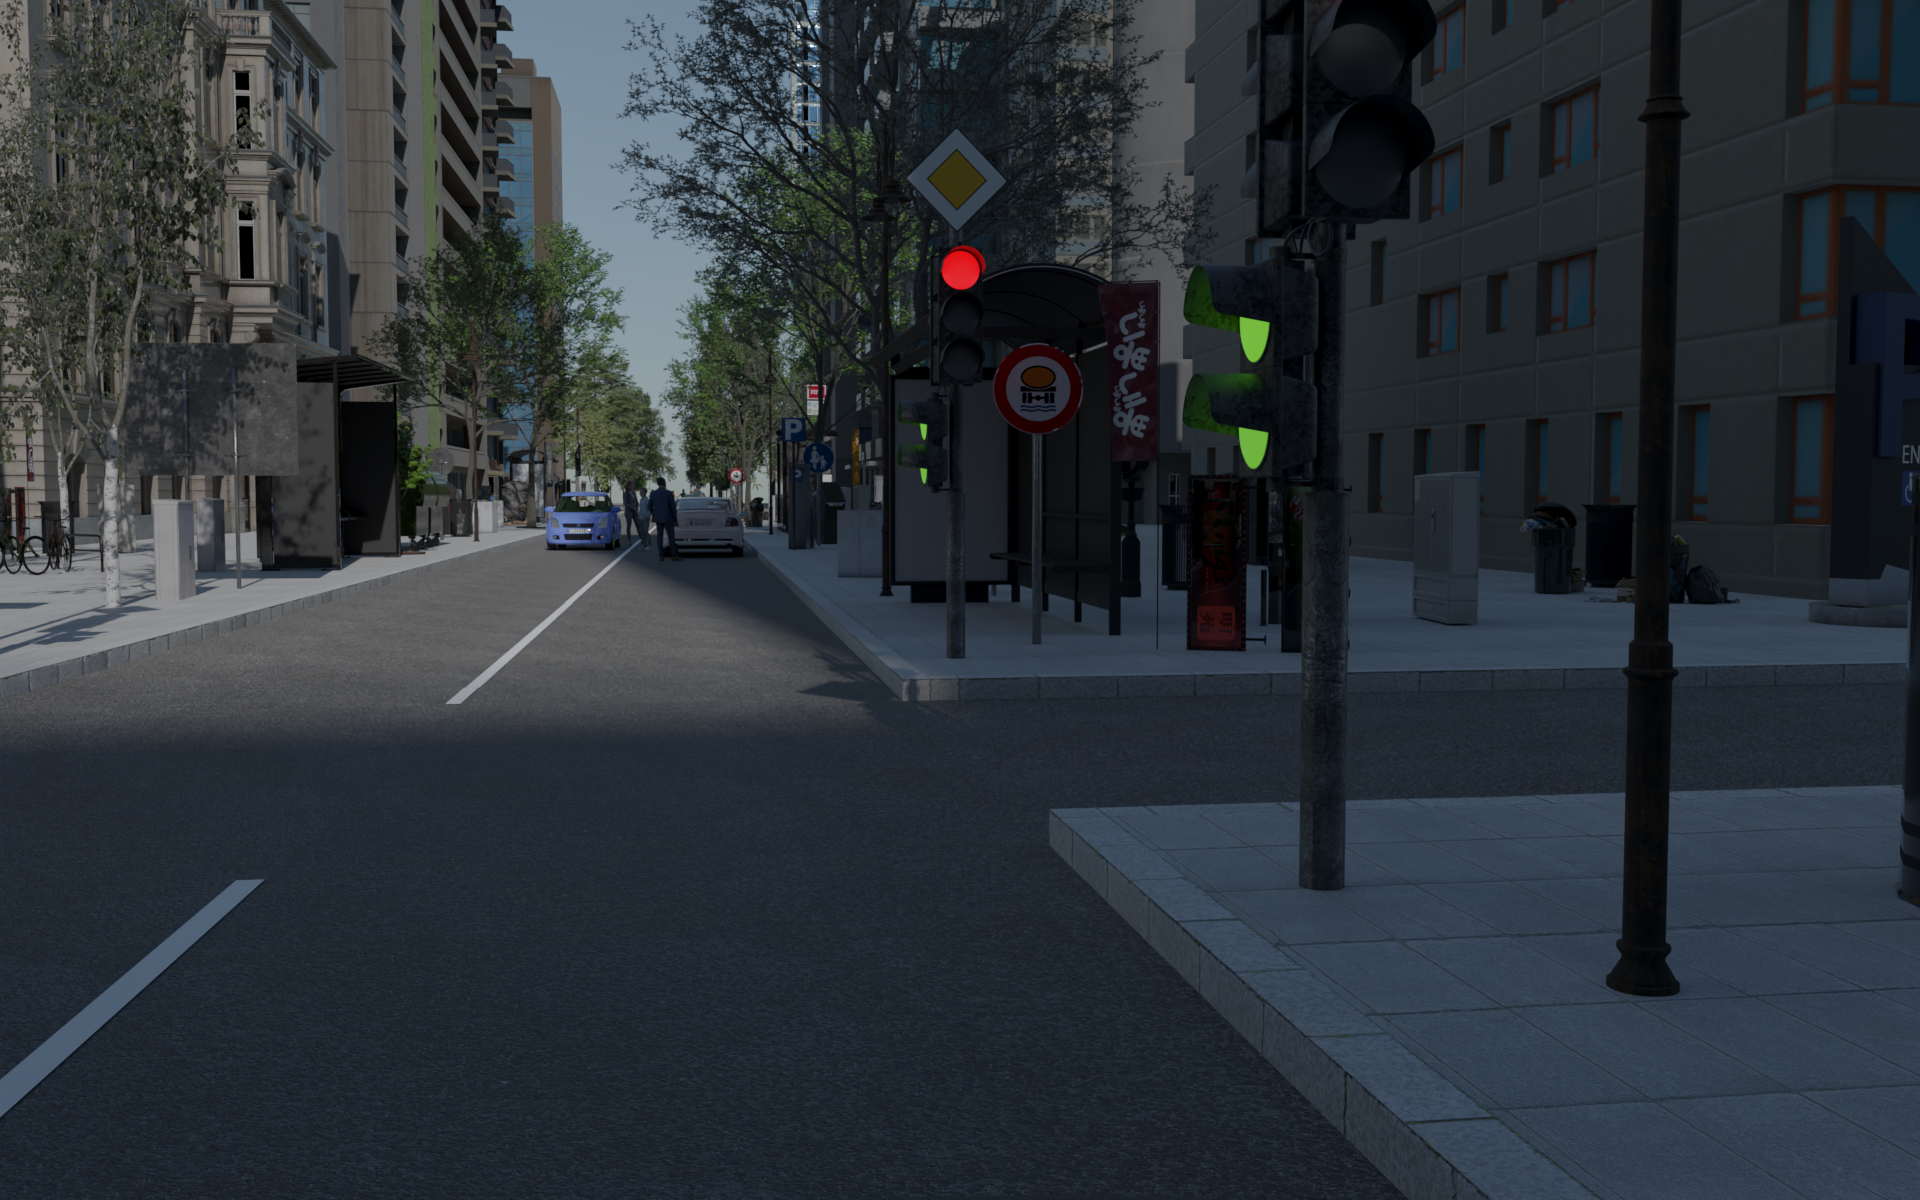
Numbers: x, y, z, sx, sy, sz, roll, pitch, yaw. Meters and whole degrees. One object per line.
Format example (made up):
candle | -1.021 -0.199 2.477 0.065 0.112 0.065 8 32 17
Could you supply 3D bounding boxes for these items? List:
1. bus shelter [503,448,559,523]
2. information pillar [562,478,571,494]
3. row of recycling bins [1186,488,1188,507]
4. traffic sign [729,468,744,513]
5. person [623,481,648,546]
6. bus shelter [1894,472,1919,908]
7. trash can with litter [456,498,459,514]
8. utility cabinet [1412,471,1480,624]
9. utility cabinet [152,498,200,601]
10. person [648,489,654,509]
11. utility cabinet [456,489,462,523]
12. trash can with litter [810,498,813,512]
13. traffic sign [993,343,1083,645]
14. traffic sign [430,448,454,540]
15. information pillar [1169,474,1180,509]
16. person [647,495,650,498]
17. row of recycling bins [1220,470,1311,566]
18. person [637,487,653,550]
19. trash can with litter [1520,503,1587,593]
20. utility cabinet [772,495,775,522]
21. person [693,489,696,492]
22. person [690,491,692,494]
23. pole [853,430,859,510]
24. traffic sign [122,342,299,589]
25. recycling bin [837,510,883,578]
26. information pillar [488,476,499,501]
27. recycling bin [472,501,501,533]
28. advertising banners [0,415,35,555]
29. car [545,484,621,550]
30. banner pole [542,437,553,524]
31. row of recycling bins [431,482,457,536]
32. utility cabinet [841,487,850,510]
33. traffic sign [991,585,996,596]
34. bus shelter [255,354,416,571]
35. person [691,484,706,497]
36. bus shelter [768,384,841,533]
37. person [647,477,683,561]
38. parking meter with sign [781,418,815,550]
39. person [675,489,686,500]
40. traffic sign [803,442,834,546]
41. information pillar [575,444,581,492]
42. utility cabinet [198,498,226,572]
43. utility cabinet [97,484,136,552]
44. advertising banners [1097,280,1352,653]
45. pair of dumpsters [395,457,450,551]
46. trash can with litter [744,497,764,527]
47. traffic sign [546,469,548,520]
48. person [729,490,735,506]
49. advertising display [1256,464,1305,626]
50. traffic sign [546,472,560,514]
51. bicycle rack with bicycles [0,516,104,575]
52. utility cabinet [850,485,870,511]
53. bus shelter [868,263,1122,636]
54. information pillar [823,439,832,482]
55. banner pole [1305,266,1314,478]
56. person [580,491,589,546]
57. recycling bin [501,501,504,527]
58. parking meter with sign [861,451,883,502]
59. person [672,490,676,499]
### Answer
bus shelter | -19.652 -5.240 79.603 2.014 3.302 5.546 -1 4 -9
information pillar | -18.548 -4.723 81.719 0.304 2.012 0.304 -3 5 -44
row of recycling bins | 7.881 -2.653 50.494 1.069 1.692 3.534 -2 4 -32
traffic sign | -11.024 -5.225 85.534 0.768 2.556 0.104 0 4 -2
person | -8.956 -2.380 47.694 0.573 1.790 0.520 1 4 23
bus shelter | 3.759 -1.448 1.302 2.179 5.291 8.768 -1 4 -9
trash can with litter | -17.968 -2.988 60.242 1.055 1.170 0.624 1 4 21
utility cabinet | 4.862 -0.533 17.401 0.318 1.500 1.173 0 4 -2
utility cabinet | -9.648 -0.620 21.299 0.306 1.237 1.020 -1 4 -14
person | -24.545 -7.933 138.210 1.348 1.823 0.705 -3 5 -44
utility cabinet | -21.860 -4.049 74.877 0.318 1.500 1.173 0 4 1
trash can with litter | -4.514 -2.388 50.439 0.624 1.170 1.055 1 4 16
traffic sign | 0.657 -0.894 14.724 0.768 2.556 0.104 0 4 -4
traffic sign | -14.348 -2.920 47.844 0.768 2.556 0.104 0 4 -3
information pillar | 7.796 -3.581 63.046 0.304 2.012 0.304 2 4 28
person | -22.587 -7.118 124.755 0.599 1.838 0.709 -2 4 -29
row of recycling bins | 5.576 -1.498 31.597 1.069 1.692 3.534 -1 4 -22
person | -8.092 -2.085 44.393 0.330 1.601 0.589 -2 4 -32
trash can with litter | 7.749 -0.681 22.519 0.624 1.170 1.055 3 4 37
utility cabinet | -8.312 -4.259 80.799 1.020 1.237 0.306 -2 4 -28
person | -13.104 -4.658 85.667 0.512 1.701 0.522 3 5 39
person | -22.644 -8.368 146.028 1.217 1.735 0.721 1 4 13
pole | -3.295 -3.735 54.911 0.158 3.312 0.155 0 3 0
traffic sign | -10.089 -1.802 23.344 2.265 3.308 0.079 0 4 -5
recycling bin | -1.478 -0.877 26.899 0.722 1.027 0.722 1 4 10
information pillar | -18.739 -3.981 69.574 0.304 2.012 0.304 1 4 17
recycling bin | -15.684 -2.723 57.082 0.722 1.027 0.722 0 4 0
advertising banners | -20.345 -2.523 37.443 0.090 3.025 2.074 -1 4 -9
car | -9.798 -2.178 45.201 1.945 1.707 3.694 0 4 -7
banner pole | -17.886 -5.211 75.210 0.401 3.779 0.863 -3 5 -42
row of recycling bins | -16.415 -2.873 54.089 1.069 1.692 3.534 0 4 -8
utility cabinet | -3.882 -2.763 53.856 0.318 1.500 1.173 3 4 38
traffic sign | 0.426 -1.328 21.716 0.884 2.594 0.081 0 4 -5
bus shelter | -11.379 -2.487 31.941 1.731 3.624 6.357 -1 4 -9
person | -10.302 -3.634 67.899 0.794 1.824 0.713 1 4 8
bus shelter | -5.569 -5.089 60.838 2.179 5.291 8.768 -1 4 -9
person | -6.337 -1.742 37.159 0.721 1.800 0.419 0 4 1
parking meter with sign | -3.726 -2.700 40.403 0.543 3.016 1.738 0 4 5
person | -20.440 -7.305 127.956 1.348 1.822 0.705 -1 4 -21
traffic sign | -3.485 -2.604 42.687 0.768 2.556 0.104 0 4 -3
information pillar | -17.861 -5.486 81.050 0.183 3.616 0.504 -3 4 -36
utility cabinet | -12.547 -1.093 29.034 0.306 1.237 1.020 -1 4 -14
utility cabinet | -18.517 -1.796 38.049 1.173 1.500 0.318 3 5 41
advertising banners | 2.126 -1.095 14.084 2.074 3.025 0.090 1 4 17
pair of dumpsters | -13.039 -2.331 40.610 1.574 2.255 4.437 -1 4 -9
trash can with litter | -8.026 -3.403 67.027 0.624 1.170 1.055 -3 4 -38
traffic sign | -20.615 -5.277 86.380 0.768 2.556 0.104 0 4 -7
person | -21.825 -9.655 166.363 1.348 1.823 0.705 3 5 43
advertising display | 3.179 -0.730 17.157 0.123 1.923 0.974 2 4 32
traffic sign | -20.136 -5.161 85.575 0.795 2.450 0.064 0 4 -8
bicycle rack with bicycles | -15.320 -0.905 28.179 2.925 0.926 2.852 3 5 42
utility cabinet | -2.312 -1.955 40.641 0.318 1.500 1.173 0 4 -7
bus shelter | 0.328 -1.468 17.926 2.014 3.302 5.546 -1 4 -9
information pillar | -5.699 -5.055 74.009 0.504 3.616 0.183 1 4 12
banner pole | 3.882 -1.795 19.365 0.401 3.779 0.863 1 4 11
person | -10.321 -2.233 47.610 0.503 1.515 0.523 1 4 21
recycling bin | -18.046 -3.332 67.035 0.722 1.027 0.722 -1 4 -14
parking meter with sign | -3.137 -4.580 71.150 1.738 3.016 0.543 -1 4 -15
person | -31.510 -11.143 190.619 0.705 1.831 1.348 -2 4 -32
